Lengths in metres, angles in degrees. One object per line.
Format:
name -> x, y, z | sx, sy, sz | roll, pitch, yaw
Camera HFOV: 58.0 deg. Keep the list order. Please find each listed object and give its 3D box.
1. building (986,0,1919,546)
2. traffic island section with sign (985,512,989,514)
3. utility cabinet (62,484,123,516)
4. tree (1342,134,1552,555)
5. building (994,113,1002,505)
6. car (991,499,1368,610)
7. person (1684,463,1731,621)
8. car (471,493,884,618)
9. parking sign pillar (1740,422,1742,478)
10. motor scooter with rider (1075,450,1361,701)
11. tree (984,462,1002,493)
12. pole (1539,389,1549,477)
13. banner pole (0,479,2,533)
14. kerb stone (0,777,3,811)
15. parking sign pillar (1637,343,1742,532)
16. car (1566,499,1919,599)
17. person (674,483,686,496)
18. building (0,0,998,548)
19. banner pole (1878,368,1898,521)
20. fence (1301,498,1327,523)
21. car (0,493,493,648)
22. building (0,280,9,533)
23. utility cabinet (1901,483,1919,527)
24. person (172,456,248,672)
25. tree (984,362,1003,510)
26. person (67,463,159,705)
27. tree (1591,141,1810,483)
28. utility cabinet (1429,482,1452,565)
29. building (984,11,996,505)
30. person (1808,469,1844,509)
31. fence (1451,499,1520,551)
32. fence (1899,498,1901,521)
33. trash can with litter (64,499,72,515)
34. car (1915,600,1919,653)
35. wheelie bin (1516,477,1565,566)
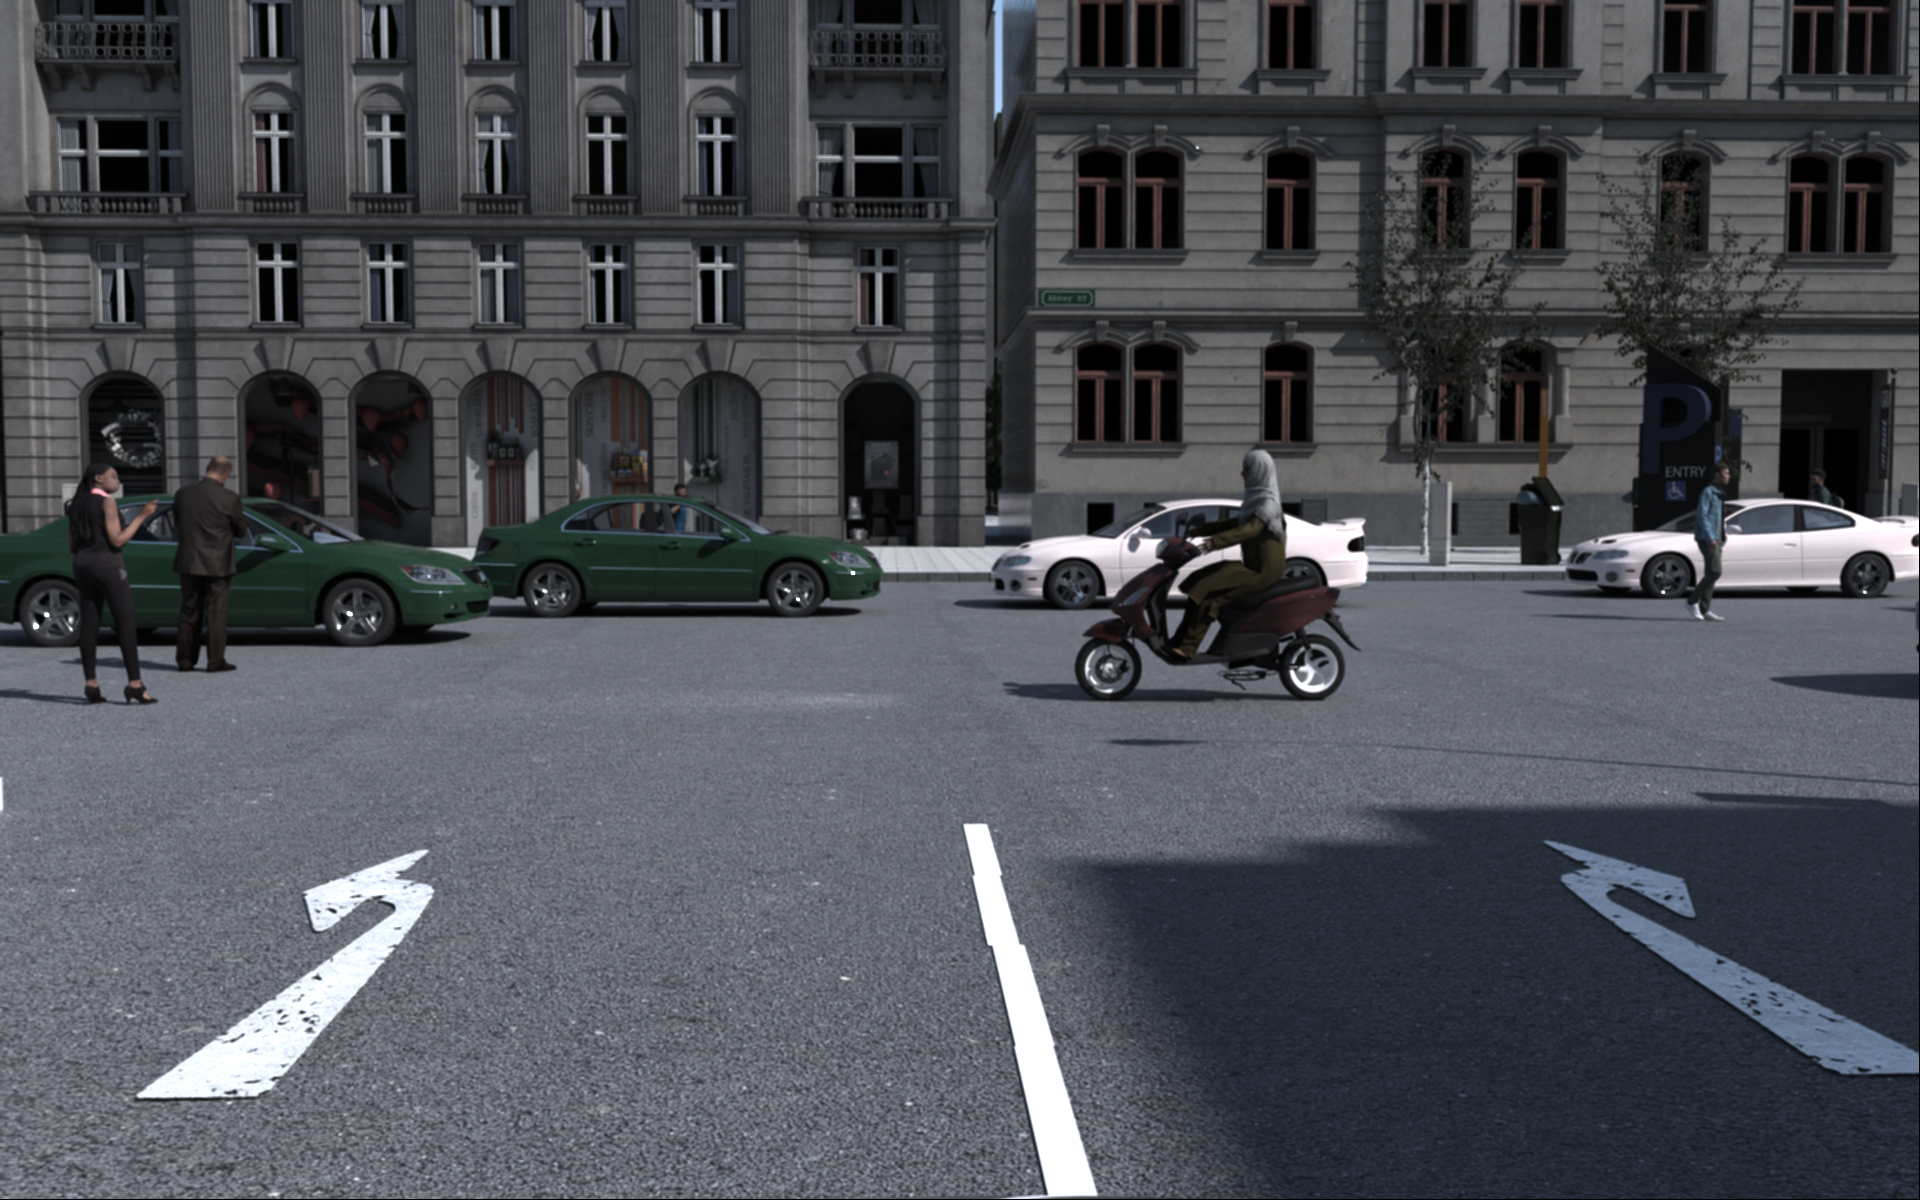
building -> 12.595, -15.931, 47.856 | 23.554, 28.519, 14.401 | 0, 4, -2
traffic island section with sign -> 1.050, -7.064, 124.127 | 1.989, 1.847, 2.006 | 0, 4, -2
utility cabinet -> -19.166, -1.812, 38.306 | 1.173, 1.500, 0.318 | -1, 4, -19
tree -> 10.069, -5.267, 36.474 | 4.360, 8.622, 3.978 | 0, 3, 0
building -> 14.351, -35.930, 211.160 | 21.600, 48.544, 21.300 | 0, 4, -2
car -> 2.808, -0.609, 22.319 | 4.827, 1.381, 2.083 | 0, 4, -3
person -> 8.435, -0.654, 19.536 | 0.444, 1.785, 0.601 | 3, 5, 44
car -> -3.382, -0.556, 20.885 | 4.920, 1.459, 2.131 | 0, 4, -1
parking sign pillar -> 17.562, -3.141, 39.829 | 1.447, 3.967, 1.447 | 1, 4, 12
motor scooter with rider -> 1.790, -0.187, 12.030 | 1.986, 1.779, 0.876 | 0, 4, -1
tree -> 2.842, -10.711, 158.841 | 4.285, 4.588, 4.351 | 0, 3, 0
pole -> 11.379, -2.444, 33.806 | 0.158, 3.312, 0.155 | 0, 3, 0
banner pole -> -18.098, -2.584, 32.264 | 0.401, 3.779, 0.863 | 1, 4, 11
kerb stone -> -4.379, 0.908, 7.350 | 0.120, 0.150, 1.000 | 0, 4, -2
parking sign pillar -> 12.665, -2.568, 30.454 | 1.447, 3.967, 1.447 | 3, 5, 41
car -> 11.069, -0.745, 24.549 | 4.827, 1.381, 2.083 | 0, 4, -3
person -> -4.239, -0.973, 26.281 | 0.662, 1.594, 0.647 | 0, 4, -7
building -> -11.165, -12.519, 46.490 | 24.055, 21.916, 13.314 | 0, 4, -2
banner pole -> 18.574, -2.734, 34.721 | 0.401, 3.779, 0.863 | 1, 4, 8
fence -> 6.918, -1.388, 33.898 | 0.480, 1.192, 2.264 | 0, 4, -1
car -> -7.101, -0.320, 17.026 | 4.920, 1.459, 2.131 | 0, 4, -1
building -> -32.950, -10.934, 43.400 | 19.286, 19.102, 10.561 | 0, 4, -2
utility cabinet -> 19.458, -1.625, 35.241 | 0.318, 1.500, 1.173 | 3, 5, 40
person -> -6.088, -0.298, 14.062 | 0.565, 1.739, 0.600 | -2, 4, -26
tree -> 3.765, -11.021, 114.603 | 7.601, 10.594, 8.767 | 0, 4, -2
person -> -5.772, -0.114, 11.838 | 0.593, 1.643, 0.415 | -1, 4, -18
tree -> 15.091, -5.259, 36.346 | 4.360, 8.622, 3.978 | 0, 3, 0
utility cabinet -> 8.710, -1.391, 31.415 | 0.318, 1.500, 1.173 | 1, 4, 19
building -> -10.485, -40.767, 208.543 | 28.212, 58.520, 21.231 | 0, 4, -2
person -> 13.457, -1.142, 27.158 | 0.713, 1.824, 0.794 | 3, 4, 38
fence -> 12.200, -1.724, 39.392 | 2.264, 1.192, 0.480 | 0, 4, 5
fence -> 22.130, -1.798, 40.599 | 0.480, 1.192, 2.264 | 1, 4, 23
trash can with litter -> -15.791, -1.273, 31.875 | 1.678, 1.210, 2.233 | 2, 4, 27
car -> 9.369, -0.029, 12.485 | 4.499, 1.417, 2.014 | 0, 4, -4
wheelie bin -> 10.469, -1.433, 31.341 | 0.693, 1.594, 0.980 | 3, 5, 41
